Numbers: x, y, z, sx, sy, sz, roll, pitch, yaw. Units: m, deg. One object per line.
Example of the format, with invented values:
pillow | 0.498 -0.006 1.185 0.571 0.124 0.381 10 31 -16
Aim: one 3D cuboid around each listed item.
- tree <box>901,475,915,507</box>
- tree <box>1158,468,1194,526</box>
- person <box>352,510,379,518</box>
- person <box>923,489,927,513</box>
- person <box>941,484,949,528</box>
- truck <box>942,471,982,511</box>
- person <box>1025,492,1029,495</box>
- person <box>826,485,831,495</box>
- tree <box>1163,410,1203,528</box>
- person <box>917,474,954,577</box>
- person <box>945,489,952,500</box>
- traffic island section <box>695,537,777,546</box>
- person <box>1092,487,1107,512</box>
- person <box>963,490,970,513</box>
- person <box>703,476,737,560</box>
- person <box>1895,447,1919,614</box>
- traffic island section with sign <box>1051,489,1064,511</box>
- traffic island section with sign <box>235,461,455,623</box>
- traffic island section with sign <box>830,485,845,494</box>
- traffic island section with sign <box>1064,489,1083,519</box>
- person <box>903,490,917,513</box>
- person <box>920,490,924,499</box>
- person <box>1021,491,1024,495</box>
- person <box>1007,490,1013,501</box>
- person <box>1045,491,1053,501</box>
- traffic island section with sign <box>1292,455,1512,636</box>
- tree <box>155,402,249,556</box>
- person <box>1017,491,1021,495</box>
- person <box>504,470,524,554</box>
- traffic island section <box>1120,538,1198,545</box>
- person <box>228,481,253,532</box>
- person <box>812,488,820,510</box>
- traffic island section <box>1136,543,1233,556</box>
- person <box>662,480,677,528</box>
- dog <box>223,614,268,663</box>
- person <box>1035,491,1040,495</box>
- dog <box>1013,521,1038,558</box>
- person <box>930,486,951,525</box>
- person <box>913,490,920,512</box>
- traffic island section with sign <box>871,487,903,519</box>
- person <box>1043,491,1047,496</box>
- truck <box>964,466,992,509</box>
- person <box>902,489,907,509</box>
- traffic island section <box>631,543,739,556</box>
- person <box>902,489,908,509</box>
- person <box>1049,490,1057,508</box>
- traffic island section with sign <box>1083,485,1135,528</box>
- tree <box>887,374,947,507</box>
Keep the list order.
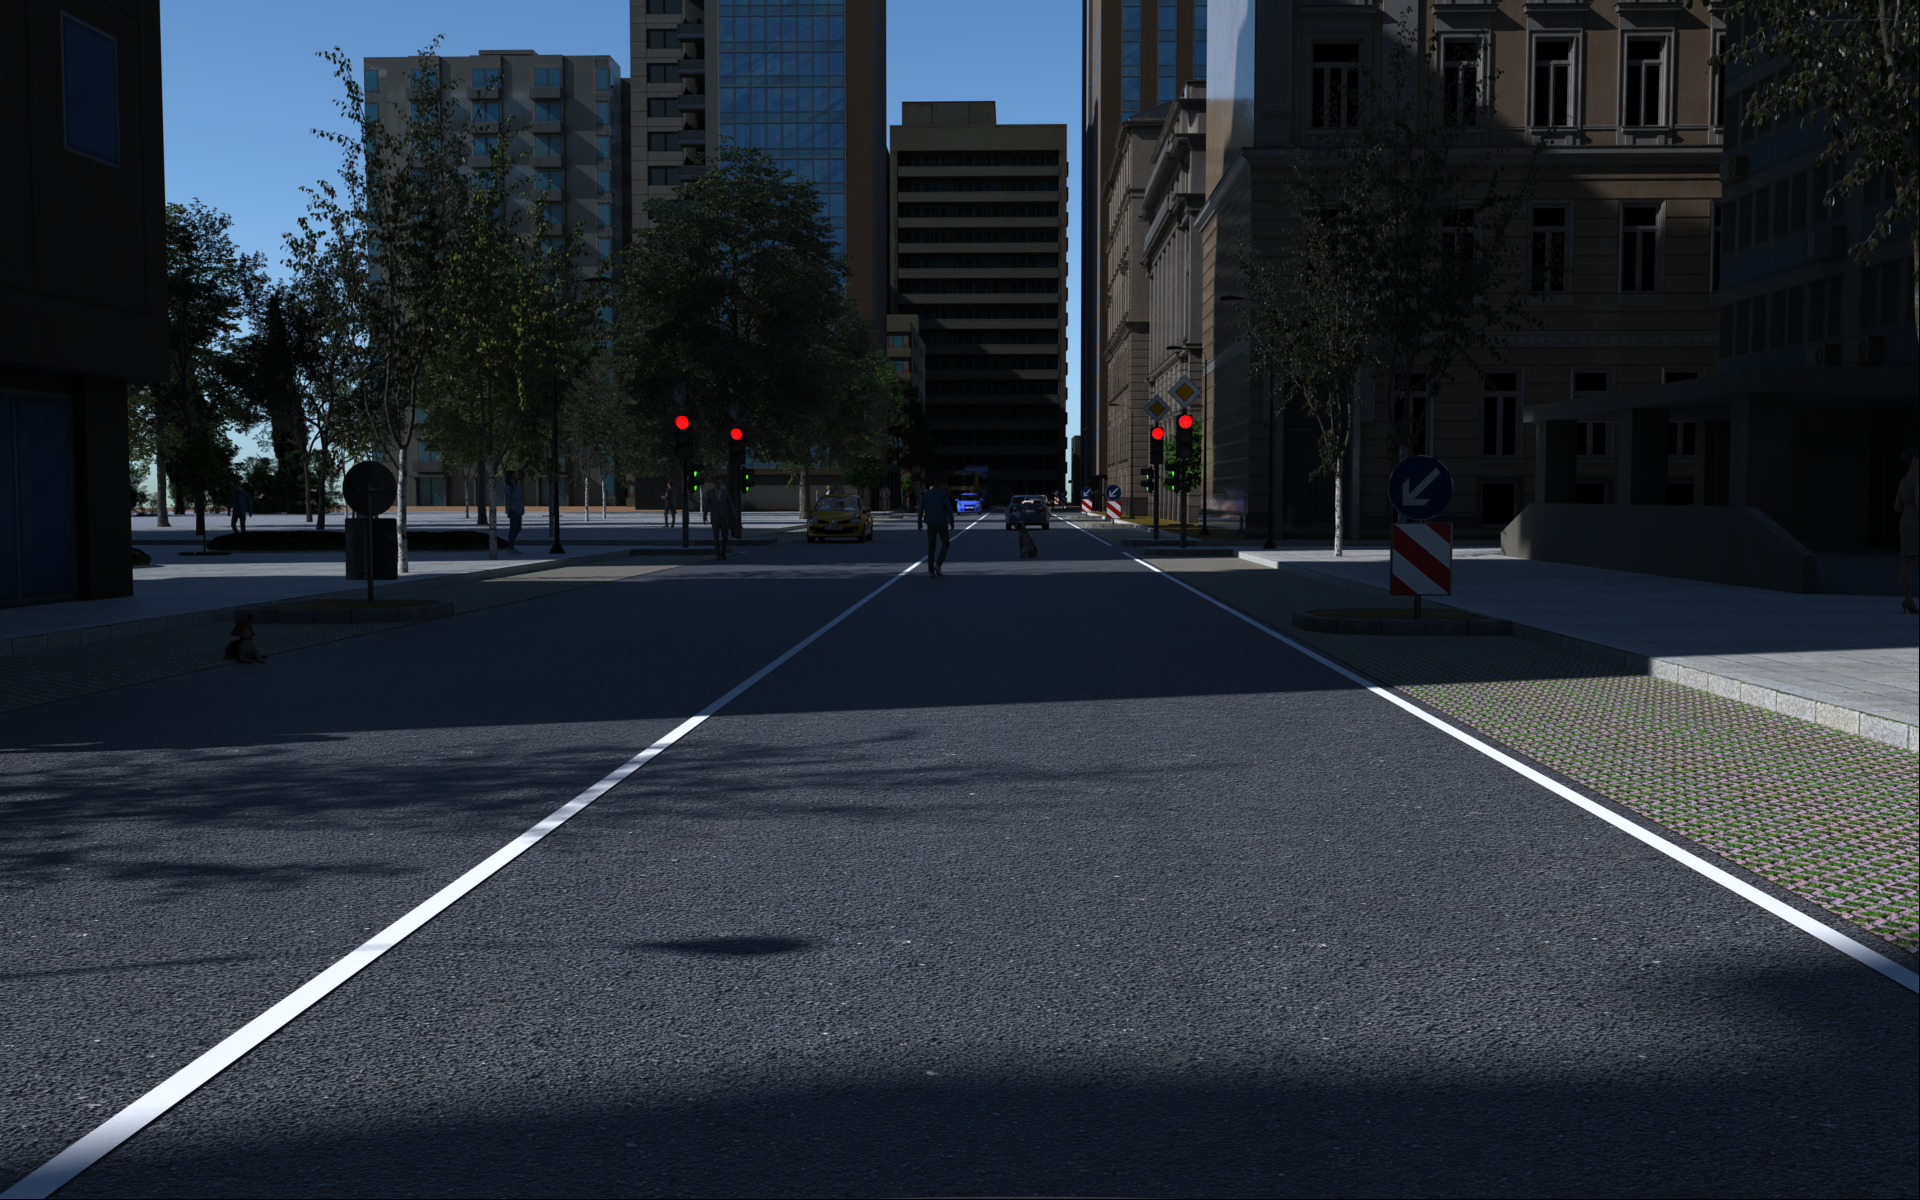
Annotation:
tree | -5.348 -10.888 172.626 1.663 3.219 1.824 0 3 0
tree | 9.168 -4.675 71.034 1.663 3.219 1.824 0 3 0
person | -12.250 -1.757 35.518 0.760 1.731 0.466 1 4 23
person | -2.026 -5.718 102.737 0.466 1.731 0.760 3 4 37
person | -0.733 -3.519 66.218 0.590 1.801 0.661 1 4 17
truck | 0.256 -9.085 144.458 3.469 3.379 9.791 0 4 3
person | 7.448 -11.305 194.145 0.445 1.727 0.742 -3 4 -36
person | -7.352 -5.572 97.500 0.624 1.780 0.694 2 4 30
tree | 9.239 -5.025 65.871 4.285 4.588 4.351 0 3 0
person | -0.413 -1.276 29.708 0.601 1.785 0.444 1 4 23
person | -1.113 -7.944 138.017 0.705 1.869 1.348 -3 5 -44
traffic island section | -6.347 -1.668 49.552 2.009 0.180 2.903 0 4 2
person | 10.069 -7.379 126.716 1.348 1.821 0.705 0 4 7
person | 0.499 -7.527 132.119 0.990 1.755 0.434 -2 4 -28
person | -5.190 -1.765 37.475 0.709 1.813 0.853 -1 4 -20
person | 10.254 -0.740 18.483 0.374 1.781 0.599 0 4 3
traffic island section with sign | 8.880 -8.700 150.866 1.989 1.847 2.006 0 4 2
traffic island section with sign | -6.980 -0.695 19.996 1.989 1.847 2.006 0 4 2
traffic island section with sign | -5.225 -4.006 74.133 1.989 1.847 2.006 0 4 2
traffic island section with sign | 7.261 -5.655 101.089 1.989 1.847 2.006 0 4 2
person | -3.677 -7.308 128.806 1.217 1.723 0.721 2 4 31
person | -3.847 -10.601 180.175 0.445 1.727 0.742 1 4 22
person | 6.833 -11.236 192.728 1.217 1.766 0.721 0 4 -1
person | 4.527 -9.122 157.509 0.599 1.838 0.709 1 4 11
person | 7.837 -8.922 155.168 1.217 1.735 0.721 1 4 20
traffic island section with sign | 4.599 -0.597 18.386 1.989 1.847 2.006 0 4 2
tree | -15.865 -2.555 36.369 1.663 3.219 1.824 0 3 0
person | 5.054 -8.418 147.056 0.541 1.710 0.530 -2 4 -30
person | -9.578 -1.885 37.120 0.793 1.790 0.793 -2 4 -26
traffic island section | 5.588 -1.644 49.164 2.009 0.180 2.903 0 4 2
person | -19.974 -2.398 48.048 0.601 1.785 0.444 0 4 4
person | -10.019 -7.034 121.807 0.760 1.731 0.466 -3 5 -40
traffic island section | 5.331 -1.156 41.183 2.009 0.180 2.903 0 4 2
person | -11.104 -3.658 66.053 0.583 1.804 0.606 2 4 30
dog | -6.123 0.319 14.979 0.550 0.427 0.748 0 4 7
person | 7.600 -9.879 170.756 1.217 1.736 0.721 1 4 20
dog | 1.502 -1.352 38.942 0.513 0.831 0.800 0 4 -6
person | -1.084 -4.414 80.884 0.699 1.804 1.509 -2 4 -33
person | -3.664 -8.001 140.034 1.217 1.735 0.721 3 5 42
traffic island section with sign | -4.345 -5.672 101.369 1.989 1.847 2.006 0 4 2
person | 8.971 -10.490 180.811 0.445 1.727 0.742 2 4 26
truck | 1.649 -11.072 170.793 2.967 4.110 18.799 0 4 1
person | -4.809 -8.779 150.241 0.621 1.740 0.551 -3 4 -36
traffic island section | -6.604 -1.180 41.571 2.009 0.180 2.903 0 4 2
person | -4.813 -8.922 152.589 0.621 1.740 0.551 -2 4 -24
person | 9.277 -10.139 173.909 1.348 1.869 0.705 -3 4 -36
traffic island section with sign | 6.387 -3.983 73.750 1.989 1.847 2.006 0 4 2
tree | -5.964 -15.232 166.056 9.611 12.733 9.660 0 3 0
